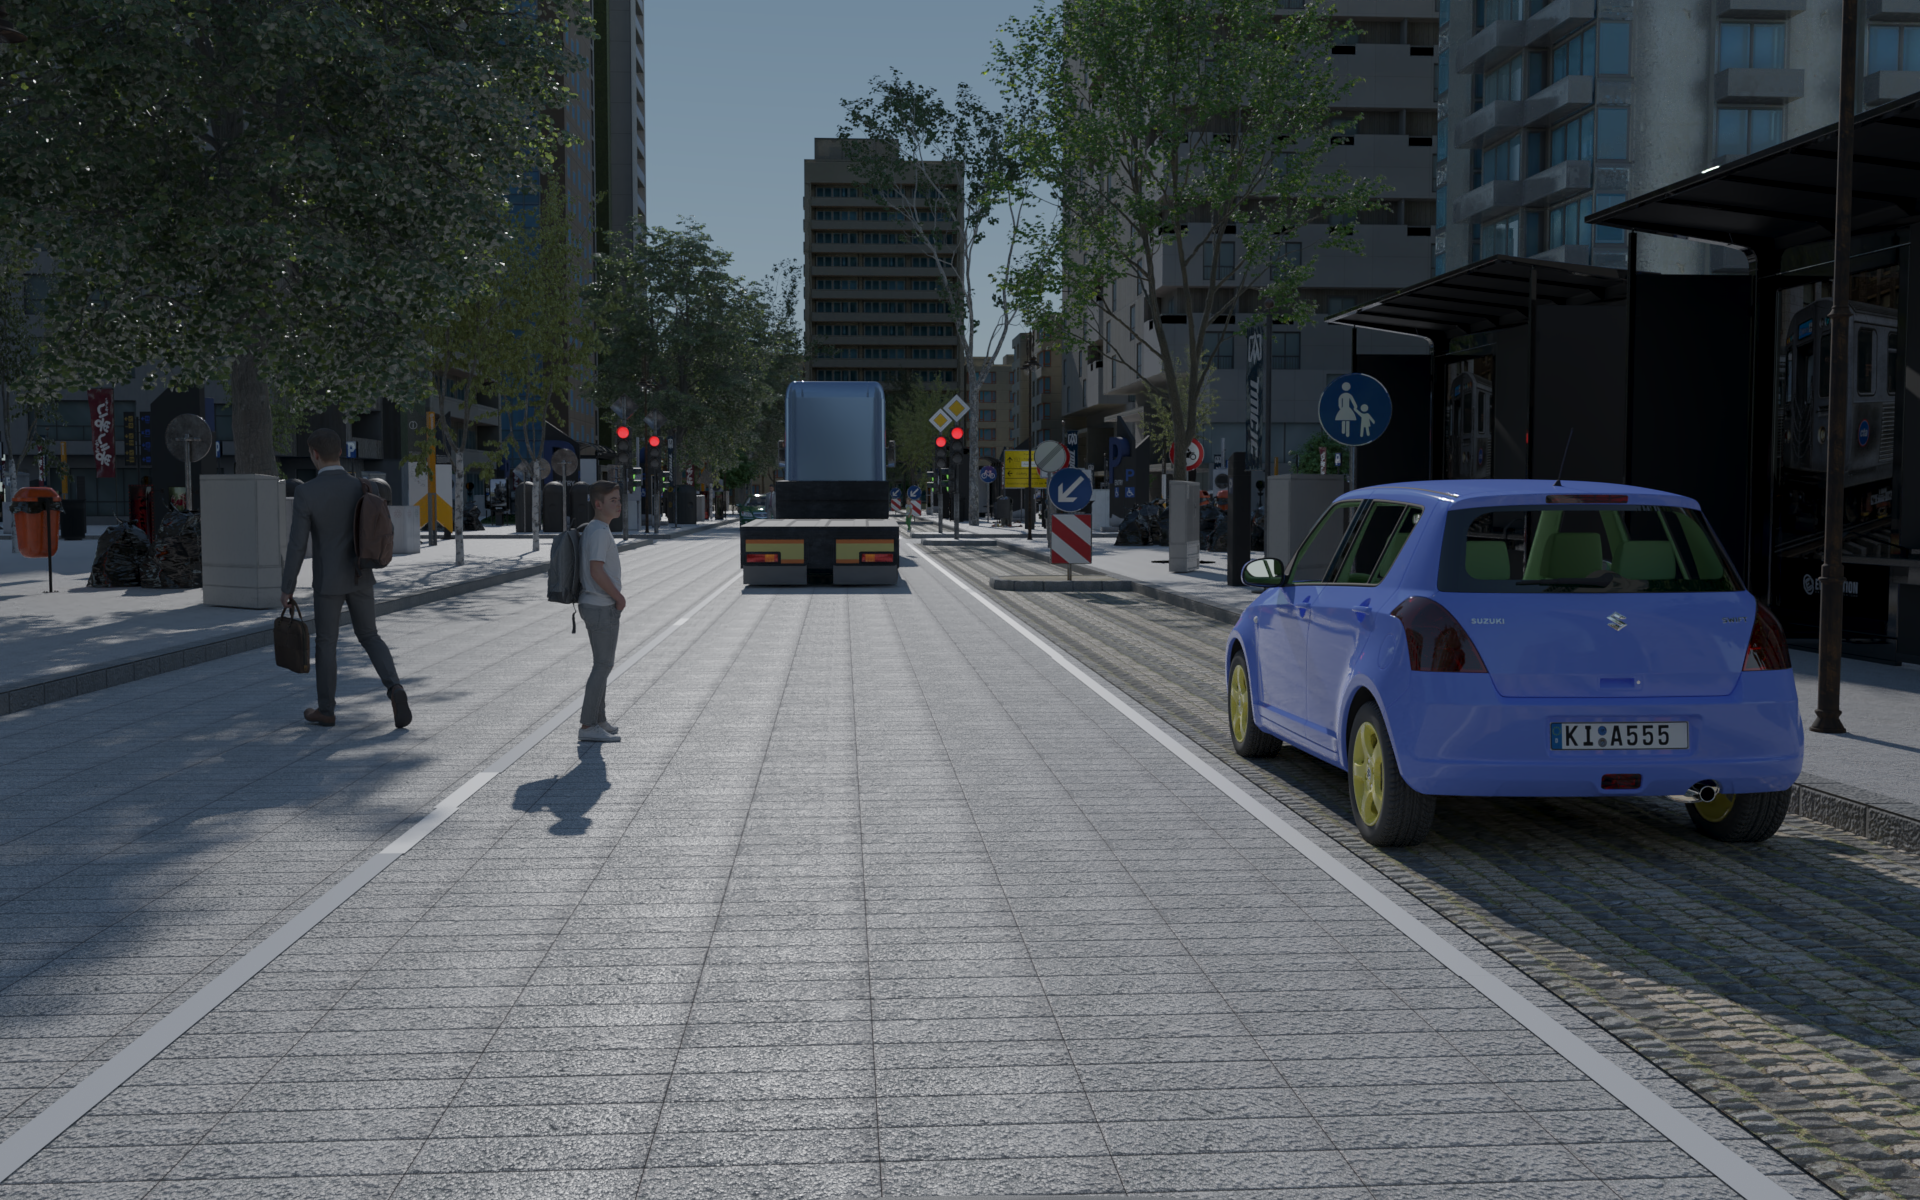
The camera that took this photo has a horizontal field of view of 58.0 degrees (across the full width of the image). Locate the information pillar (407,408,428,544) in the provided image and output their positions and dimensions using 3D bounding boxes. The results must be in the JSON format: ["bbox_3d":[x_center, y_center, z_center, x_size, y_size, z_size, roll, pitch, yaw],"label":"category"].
[{"bbox_3d":[-14.030,-3.269,44.797,0.504,3.616,0.183,-1,4,-11],"label":"information pillar"}]

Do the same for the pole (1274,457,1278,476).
[{"bbox_3d":[17.448,-6.224,95.604,0.158,3.312,0.155,0,3,0],"label":"pole"}]

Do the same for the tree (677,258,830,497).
[{"bbox_3d":[-15.372,-17.240,137.761,12.611,20.169,13.585,0,3,0],"label":"tree"}]

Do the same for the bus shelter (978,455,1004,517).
[{"bbox_3d":[1.197,-6.084,93.405,2.014,3.302,5.546,0,4,-4],"label":"bus shelter"}]

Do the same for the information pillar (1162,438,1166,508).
[{"bbox_3d":[8.611,-5.001,73.123,0.183,3.616,0.504,0,4,-5],"label":"information pillar"}]

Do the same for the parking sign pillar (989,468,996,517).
[{"bbox_3d":[2.251,-6.682,97.721,1.447,3.967,1.447,1,4,16],"label":"parking sign pillar"}]

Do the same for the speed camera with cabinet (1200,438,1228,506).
[{"bbox_3d":[8.555,-4.078,61.014,2.038,3.252,0.660,1,4,8],"label":"speed camera with cabinet"}]

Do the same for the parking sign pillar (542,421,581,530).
[{"bbox_3d":[-14.401,-4.533,62.585,1.447,3.967,1.447,0,4,-2],"label":"parking sign pillar"}]

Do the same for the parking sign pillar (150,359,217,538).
[{"bbox_3d":[-15.650,-2.842,34.934,1.447,3.967,1.447,1,4,21],"label":"parking sign pillar"}]

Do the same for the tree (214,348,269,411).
[{"bbox_3d":[-26.305,-7.057,65.739,4.737,8.622,4.395,0,3,0],"label":"tree"}]

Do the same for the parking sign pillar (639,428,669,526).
[{"bbox_3d":[-12.633,-5.023,70.592,1.447,3.967,1.447,1,4,14],"label":"parking sign pillar"}]

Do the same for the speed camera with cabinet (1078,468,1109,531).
[{"bbox_3d":[4.742,-4.088,61.179,2.038,3.252,0.660,3,5,44],"label":"speed camera with cabinet"}]

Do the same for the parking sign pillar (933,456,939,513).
[{"bbox_3d":[-1.542,-7.898,117.606,1.447,3.967,1.447,1,4,8],"label":"parking sign pillar"}]

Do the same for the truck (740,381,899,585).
[{"bbox_3d":[-2.658,-2.806,35.632,2.967,4.110,18.799,0,4,-3],"label":"truck"}]

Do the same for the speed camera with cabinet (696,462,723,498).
[{"bbox_3d":[-15.150,-6.650,103.070,2.038,3.252,0.660,0,3,0],"label":"speed camera with cabinet"}]

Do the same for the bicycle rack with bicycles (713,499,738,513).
[{"bbox_3d":[-16.099,-6.527,120.091,2.852,0.926,2.925,1,4,16],"label":"bicycle rack with bicycles"}]

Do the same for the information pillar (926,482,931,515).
[{"bbox_3d":[-1.941,-6.301,107.517,0.304,2.012,0.304,-1,4,-11],"label":"information pillar"}]

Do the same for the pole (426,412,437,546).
[{"bbox_3d":[-13.108,-3.005,42.976,0.158,3.312,0.155,0,3,0],"label":"pole"}]

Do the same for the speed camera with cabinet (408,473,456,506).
[{"bbox_3d":[-23.337,-5.029,76.559,2.038,3.252,0.660,-1,4,-13],"label":"speed camera with cabinet"}]

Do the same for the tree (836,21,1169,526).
[{"bbox_3d":[1.830,-13.039,69.078,12.611,20.169,13.585,0,3,0],"label":"tree"}]

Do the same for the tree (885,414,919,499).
[{"bbox_3d":[-7.691,-17.792,209.021,7.486,12.596,7.792,0,3,0],"label":"tree"}]

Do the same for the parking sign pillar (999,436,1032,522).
[{"bbox_3d":[2.787,-5.643,80.742,1.447,3.967,1.447,2,4,27],"label":"parking sign pillar"}]

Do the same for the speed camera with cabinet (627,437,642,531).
[{"bbox_3d":[-11.524,-4.072,60.914,0.660,3.252,2.038,-1,4,-12],"label":"speed camera with cabinet"}]

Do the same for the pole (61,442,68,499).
[{"bbox_3d":[-34.904,-4.506,67.517,0.158,3.312,0.155,0,3,0],"label":"pole"}]

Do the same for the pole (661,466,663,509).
[{"bbox_3d":[-17.117,-6.441,99.152,0.158,3.312,0.155,0,3,0],"label":"pole"}]

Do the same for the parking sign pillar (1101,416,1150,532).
[{"bbox_3d":[5.518,-4.304,58.847,1.447,3.967,1.447,-1,4,-18],"label":"parking sign pillar"}]

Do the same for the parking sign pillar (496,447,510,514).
[{"bbox_3d":[-24.252,-6.331,91.992,1.447,3.967,1.447,0,4,-1],"label":"parking sign pillar"}]

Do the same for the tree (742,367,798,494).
[{"bbox_3d":[-17.264,-14.776,151.965,12.009,13.543,11.850,0,3,0],"label":"tree"}]

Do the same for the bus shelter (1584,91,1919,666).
[{"bbox_3d":[6.346,-1.253,11.768,1.731,3.624,6.357,0,4,-4],"label":"bus shelter"}]

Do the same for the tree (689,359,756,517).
[{"bbox_3d":[-12.955,-8.641,91.649,4.360,8.622,3.978,0,3,0],"label":"tree"}]

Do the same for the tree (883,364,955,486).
[{"bbox_3d":[-3.358,-11.567,123.540,8.767,10.594,7.601,-3,5,-44],"label":"tree"}]

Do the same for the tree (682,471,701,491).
[{"bbox_3d":[-19.889,-8.152,127.881,1.663,3.219,1.824,0,3,0],"label":"tree"}]

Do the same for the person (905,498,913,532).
[{"bbox_3d":[-1.898,-3.177,64.699,0.306,1.304,0.590,1,4,17],"label":"person"}]

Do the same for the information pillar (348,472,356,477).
[{"bbox_3d":[-20.675,-3.318,58.749,0.304,2.012,0.304,-3,4,-38],"label":"information pillar"}]

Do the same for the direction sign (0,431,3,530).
[{"bbox_3d":[-34.728,-4.309,62.441,0.876,3.537,0.379,3,4,38],"label":"direction sign"}]

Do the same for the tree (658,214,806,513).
[{"bbox_3d":[-12.845,-10.544,79.047,9.857,13.997,8.962,0,3,0],"label":"tree"}]

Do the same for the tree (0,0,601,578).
[{"bbox_3d":[-8.762,-7.010,21.265,9.857,13.997,8.962,0,3,0],"label":"tree"}]

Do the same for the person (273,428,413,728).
[{"bbox_3d":[-3.776,-0.129,10.571,0.822,1.834,0.622,3,4,38],"label":"person"}]

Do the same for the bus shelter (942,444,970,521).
[{"bbox_3d":[-0.200,-5.681,84.162,1.731,3.624,6.357,0,4,-4],"label":"bus shelter"}]

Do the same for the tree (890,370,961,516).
[{"bbox_3d":[-1.897,-9.290,102.254,4.737,8.622,4.395,0,3,0],"label":"tree"}]

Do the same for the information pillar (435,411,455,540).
[{"bbox_3d":[-14.513,-3.506,48.680,0.504,3.616,0.183,-3,5,-40],"label":"information pillar"}]

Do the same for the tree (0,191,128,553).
[{"bbox_3d":[-20.304,-5.326,37.443,4.360,8.622,3.978,0,3,0],"label":"tree"}]

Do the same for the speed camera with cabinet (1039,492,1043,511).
[{"bbox_3d":[5.139,-8.249,129.201,2.038,3.252,0.660,0,4,1],"label":"speed camera with cabinet"}]

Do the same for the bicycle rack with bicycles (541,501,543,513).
[{"bbox_3d":[-23.764,-5.311,100.209,2.925,0.926,2.852,1,4,14],"label":"bicycle rack with bicycles"}]

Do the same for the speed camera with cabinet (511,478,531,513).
[{"bbox_3d":[-30.448,-7.753,121.090,0.660,3.252,2.038,2,4,31],"label":"speed camera with cabinet"}]

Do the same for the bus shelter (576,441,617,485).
[{"bbox_3d":[-14.709,-4.550,68.319,2.014,3.302,5.546,0,4,-4],"label":"bus shelter"}]

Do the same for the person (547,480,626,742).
[{"bbox_3d":[-2.104,0.062,10.081,0.503,1.515,0.523,3,4,38],"label":"person"}]

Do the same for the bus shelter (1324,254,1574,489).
[{"bbox_3d":[5.907,-1.765,20.144,1.731,3.624,6.357,0,4,-4],"label":"bus shelter"}]

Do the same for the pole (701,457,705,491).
[{"bbox_3d":[-13.977,-6.137,94.184,0.158,3.312,0.155,0,3,0],"label":"pole"}]

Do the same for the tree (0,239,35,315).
[{"bbox_3d":[-17.808,-4.775,28.433,4.737,8.622,4.395,0,3,0],"label":"tree"}]

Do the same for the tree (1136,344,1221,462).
[{"bbox_3d":[10.807,-8.178,84.081,4.360,8.622,3.978,0,3,0],"label":"tree"}]

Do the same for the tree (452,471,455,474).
[{"bbox_3d":[-24.038,-5.213,79.837,1.663,3.219,1.824,0,3,0],"label":"tree"}]

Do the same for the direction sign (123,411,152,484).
[{"bbox_3d":[-22.587,-3.404,47.647,0.876,3.537,0.379,1,4,15],"label":"direction sign"}]

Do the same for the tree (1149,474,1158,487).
[{"bbox_3d":[9.134,-5.769,88.918,1.663,3.219,1.824,0,3,0],"label":"tree"}]

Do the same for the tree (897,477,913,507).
[{"bbox_3d":[-5.519,-10.962,173.824,1.663,3.219,1.824,0,3,0],"label":"tree"}]

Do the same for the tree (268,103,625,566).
[{"bbox_3d":[-8.916,-4.938,31.104,4.737,8.622,4.395,0,3,0],"label":"tree"}]

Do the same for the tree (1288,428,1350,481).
[{"bbox_3d":[17.215,-5.972,81.348,4.285,4.588,4.351,0,3,0],"label":"tree"}]

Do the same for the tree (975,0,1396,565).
[{"bbox_3d":[4.138,-6.493,31.910,9.928,11.665,9.643,0,3,0],"label":"tree"}]

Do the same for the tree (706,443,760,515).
[{"bbox_3d":[-14.261,-7.603,108.021,4.285,4.588,4.351,0,3,0],"label":"tree"}]

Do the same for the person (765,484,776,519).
[{"bbox_3d":[-7.066,-3.455,65.267,0.678,1.792,0.850,1,4,12],"label":"person"}]
